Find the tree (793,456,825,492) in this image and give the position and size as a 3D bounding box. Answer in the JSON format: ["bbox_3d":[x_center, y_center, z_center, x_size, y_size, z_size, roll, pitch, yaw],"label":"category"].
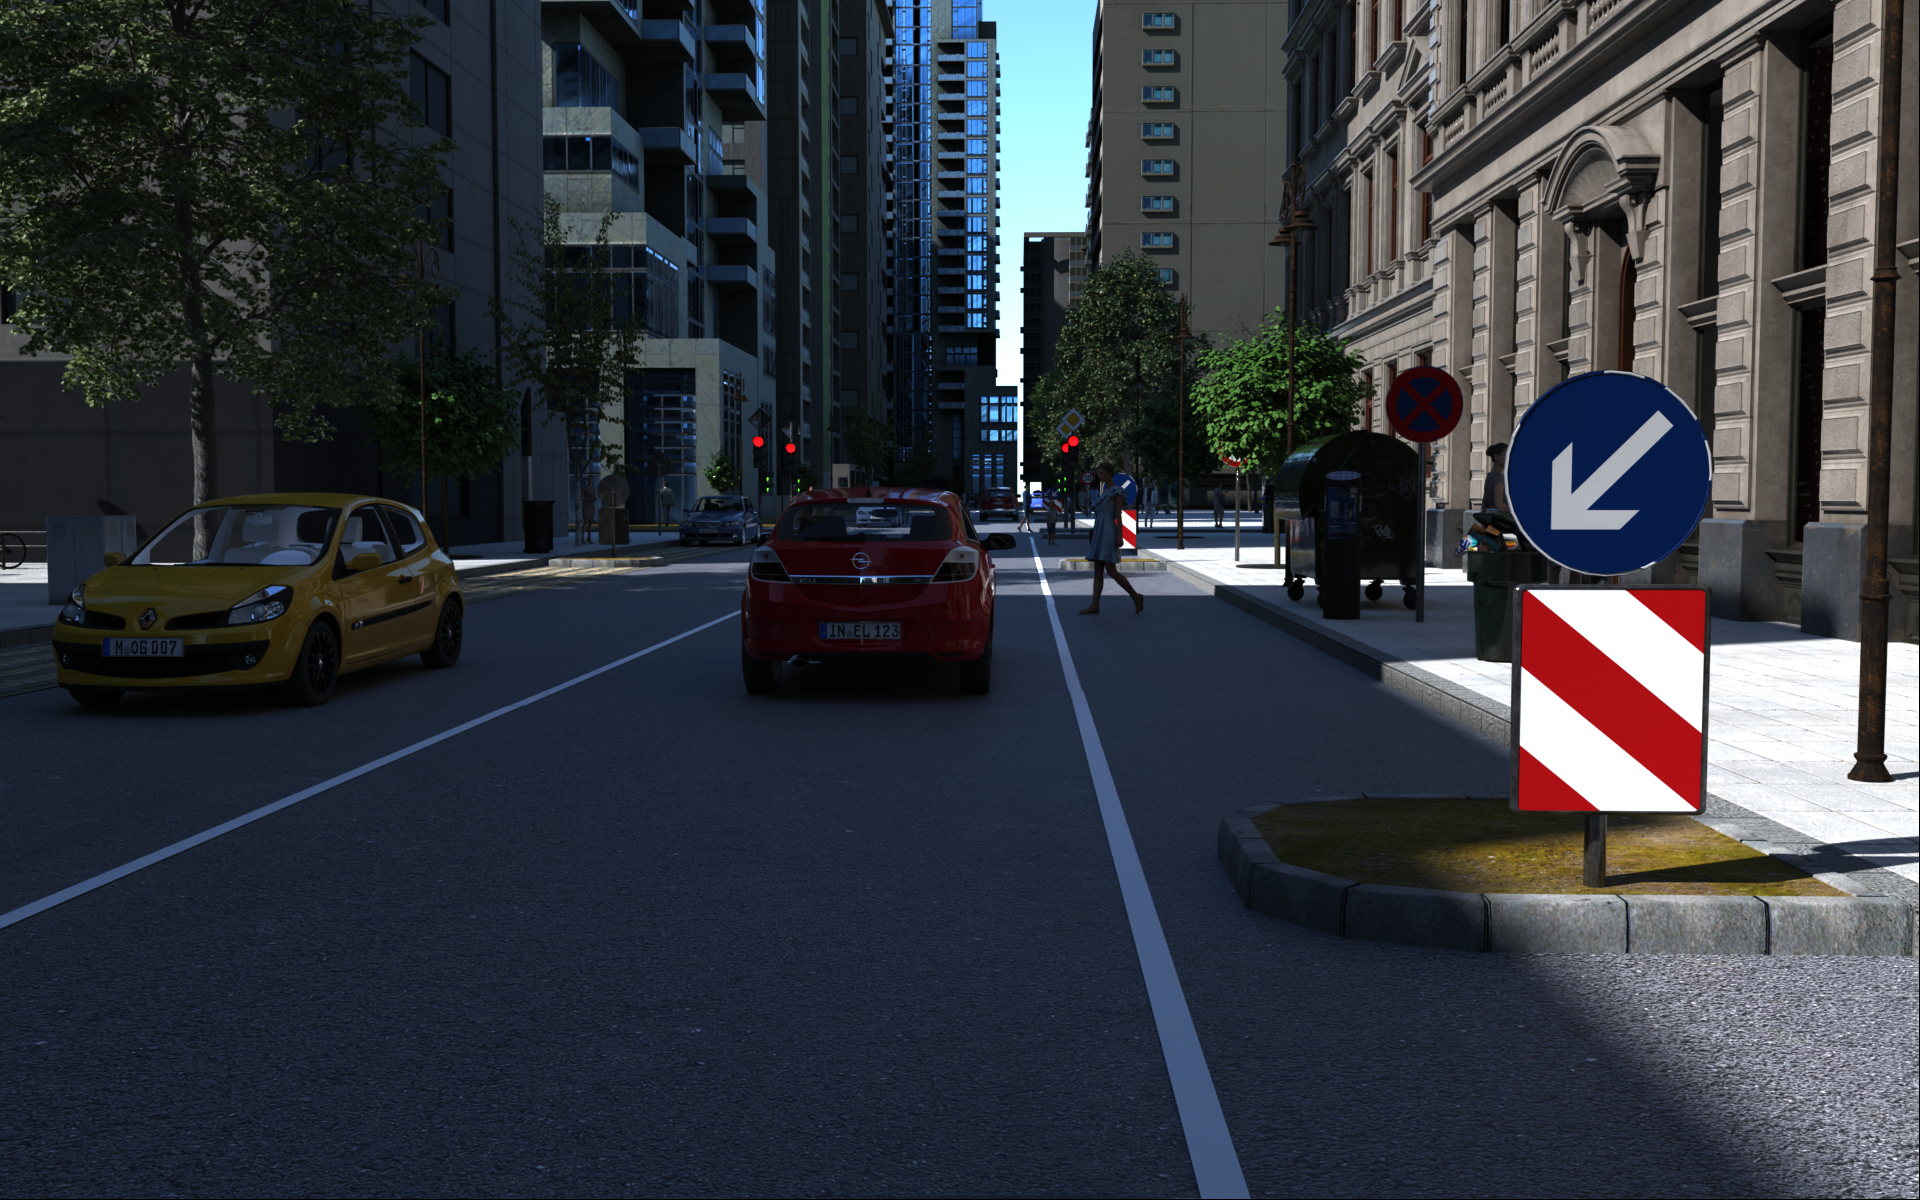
[{"bbox_3d":[-8.020,-5.785,89.185,1.663,3.219,1.824,0,3,0],"label":"tree"}]

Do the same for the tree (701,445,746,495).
[{"bbox_3d":[-9.232,-4.487,67.962,1.663,3.219,1.824,0,3,0],"label":"tree"}]

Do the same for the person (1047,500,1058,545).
[{"bbox_3d":[2.607,-2.173,48.720,0.332,1.250,0.352,0,4,6],"label":"person"}]

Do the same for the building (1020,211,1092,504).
[{"bbox_3d":[20.351,-33.547,240.373,23.993,40.220,32.217,0,4,2],"label":"building"}]

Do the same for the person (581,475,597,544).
[{"bbox_3d":[-9.541,-2.336,44.573,0.374,1.781,0.599,3,4,38],"label":"person"}]

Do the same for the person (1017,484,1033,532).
[{"bbox_3d":[2.455,-3.444,64.833,0.654,1.822,0.581,0,4,-5],"label":"person"}]

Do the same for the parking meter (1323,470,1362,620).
[{"bbox_3d":[3.932,-0.575,17.805,0.372,1.533,0.369,0,3,0],"label":"parking meter"}]

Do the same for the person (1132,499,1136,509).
[{"bbox_3d":[11.870,-6.815,117.442,0.580,1.828,0.573,0,4,5],"label":"person"}]

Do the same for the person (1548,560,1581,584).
[{"bbox_3d":[6.265,-0.730,17.961,0.580,1.828,0.573,-2,4,-26],"label":"person"}]

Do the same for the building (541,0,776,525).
[{"bbox_3d":[-20.581,-47.250,85.201,22.319,86.520,31.000,0,4,2],"label":"building"}]

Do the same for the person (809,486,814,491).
[{"bbox_3d":[-6.180,-3.846,71.951,0.480,1.755,0.524,-1,4,-20],"label":"person"}]

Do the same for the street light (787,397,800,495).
[{"bbox_3d":[-7.745,-6.619,81.008,0.468,5.910,1.993,0,4,2],"label":"street light"}]

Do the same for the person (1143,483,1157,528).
[{"bbox_3d":[7.161,-3.635,65.361,0.514,1.842,0.818,0,4,-3],"label":"person"}]

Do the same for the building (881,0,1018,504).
[{"bbox_3d":[-7.603,-56.445,235.548,31.000,86.520,22.319,0,4,2],"label":"building"}]

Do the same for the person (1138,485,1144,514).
[{"bbox_3d":[11.684,-6.516,112.358,0.659,1.850,0.755,-1,4,-19],"label":"person"}]

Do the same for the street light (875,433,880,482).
[{"bbox_3d":[-6.141,-9.655,130.650,0.468,5.910,1.993,0,4,2],"label":"street light"}]

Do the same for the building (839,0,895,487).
[{"bbox_3d":[-21.609,-35.802,174.603,28.713,52.752,27.495,0,4,2],"label":"building"}]

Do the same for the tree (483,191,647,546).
[{"bbox_3d":[-9.393,-5.618,42.210,4.737,8.622,4.395,0,3,0],"label":"tree"}]

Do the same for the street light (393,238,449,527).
[{"bbox_3d":[-9.443,-3.529,30.482,0.468,5.910,1.993,0,4,2],"label":"street light"}]

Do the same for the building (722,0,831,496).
[{"bbox_3d":[-16.551,-26.543,117.576,14.154,41.232,14.086,0,4,2],"label":"building"}]

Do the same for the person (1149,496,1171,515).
[{"bbox_3d":[12.217,-6.166,107.072,1.509,1.804,0.699,2,4,32],"label":"person"}]

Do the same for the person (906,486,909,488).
[{"bbox_3d":[-2.616,-4.622,84.196,0.709,1.813,0.853,0,4,2],"label":"person"}]

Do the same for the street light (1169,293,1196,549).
[{"bbox_3d":[5.119,-4.110,39.988,0.468,5.910,1.993,0,4,2],"label":"street light"}]

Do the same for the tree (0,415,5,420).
[{"bbox_3d":[-10.881,-1.421,17.838,1.663,3.219,1.824,0,3,0],"label":"tree"}]

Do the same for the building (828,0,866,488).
[{"bbox_3d":[-18.826,-43.480,149.158,20.563,71.187,20.611,0,4,2],"label":"building"}]

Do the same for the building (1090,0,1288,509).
[{"bbox_3d":[22.905,-32.503,155.118,21.300,48.544,21.600,0,4,2],"label":"building"}]

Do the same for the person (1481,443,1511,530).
[{"bbox_3d":[5.298,-0.641,16.871,0.374,1.781,0.599,0,4,1],"label":"person"}]

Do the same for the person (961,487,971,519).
[{"bbox_3d":[0.335,-5.431,97.274,0.713,1.824,0.794,-3,5,-43],"label":"person"}]

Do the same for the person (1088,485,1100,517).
[{"bbox_3d":[7.445,-5.510,96.390,0.793,1.790,0.793,-2,4,-28],"label":"person"}]

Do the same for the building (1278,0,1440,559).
[{"bbox_3d":[14.413,-12.561,41.524,11.583,22.565,21.152,0,4,2],"label":"building"}]

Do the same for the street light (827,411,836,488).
[{"bbox_3d":[-7.163,-7.582,96.753,0.468,5.910,1.993,0,4,2],"label":"street light"}]

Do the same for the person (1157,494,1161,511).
[{"bbox_3d":[14.957,-7.386,131.072,0.475,1.303,0.640,-1,4,-20],"label":"person"}]

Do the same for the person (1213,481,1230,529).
[{"bbox_3d":[9.759,-3.558,64.569,0.532,1.782,0.716,-1,4,-15],"label":"person"}]

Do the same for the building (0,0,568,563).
[{"bbox_3d":[-22.513,-36.835,40.502,20.611,71.187,20.563,0,4,2],"label":"building"}]

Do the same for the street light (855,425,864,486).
[{"bbox_3d":[-6.615,-8.622,113.760,0.468,5.910,1.993,0,4,2],"label":"street light"}]

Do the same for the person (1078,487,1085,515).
[{"bbox_3d":[7.597,-6.161,107.528,0.466,1.731,0.760,-1,4,-22],"label":"person"}]

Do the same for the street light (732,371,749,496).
[{"bbox_3d":[-8.259,-5.656,65.261,0.468,5.910,1.993,0,4,2],"label":"street light"}]

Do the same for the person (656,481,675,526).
[{"bbox_3d":[-11.796,-3.863,69.480,0.678,1.792,0.850,-1,4,-23],"label":"person"}]

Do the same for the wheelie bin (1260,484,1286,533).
[{"bbox_3d":[10.313,-2.973,56.518,0.980,1.594,0.693,-1,4,-20],"label":"wheelie bin"}]

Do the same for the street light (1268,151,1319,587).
[{"bbox_3d":[4.564,-3.123,23.848,0.468,5.910,1.993,0,4,2],"label":"street light"}]

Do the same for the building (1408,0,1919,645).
[{"bbox_3d":[12.759,-11.735,20.741,11.050,23.489,19.941,0,4,2],"label":"building"}]

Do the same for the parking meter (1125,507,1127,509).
[{"bbox_3d":[6.334,-3.795,67.765,0.255,1.863,0.399,-2,4,-26],"label":"parking meter"}]

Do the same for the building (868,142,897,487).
[{"bbox_3d":[-21.227,-33.472,201.896,28.867,44.769,22.147,0,4,2],"label":"building"}]

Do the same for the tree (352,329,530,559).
[{"bbox_3d":[-10.367,-3.119,34.712,4.285,4.588,4.351,0,3,0],"label":"tree"}]

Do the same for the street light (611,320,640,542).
[{"bbox_3d":[-8.914,-4.492,46.229,0.468,5.910,1.993,0,4,2],"label":"street light"}]

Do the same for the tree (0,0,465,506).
[{"bbox_3d":[-11.242,-6.506,24.508,7.486,12.596,7.792,0,3,0],"label":"tree"}]

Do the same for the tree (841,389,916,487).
[{"bbox_3d":[-6.457,-10.430,120.897,4.737,8.622,4.395,0,3,0],"label":"tree"}]

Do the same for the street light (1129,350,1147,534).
[{"bbox_3d":[5.707,-5.073,55.733,0.468,5.910,1.993,0,4,2],"label":"street light"}]

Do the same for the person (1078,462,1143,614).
[{"bbox_3d":[1.782,-0.735,20.616,0.778,1.811,0.616,-1,4,-9],"label":"person"}]

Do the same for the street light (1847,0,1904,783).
[{"bbox_3d":[4.088,-2.129,7.603,0.468,5.910,1.993,0,4,2],"label":"street light"}]

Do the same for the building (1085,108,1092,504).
[{"bbox_3d":[25.510,-35.247,195.892,23.786,49.044,30.456,0,4,2],"label":"building"}]
